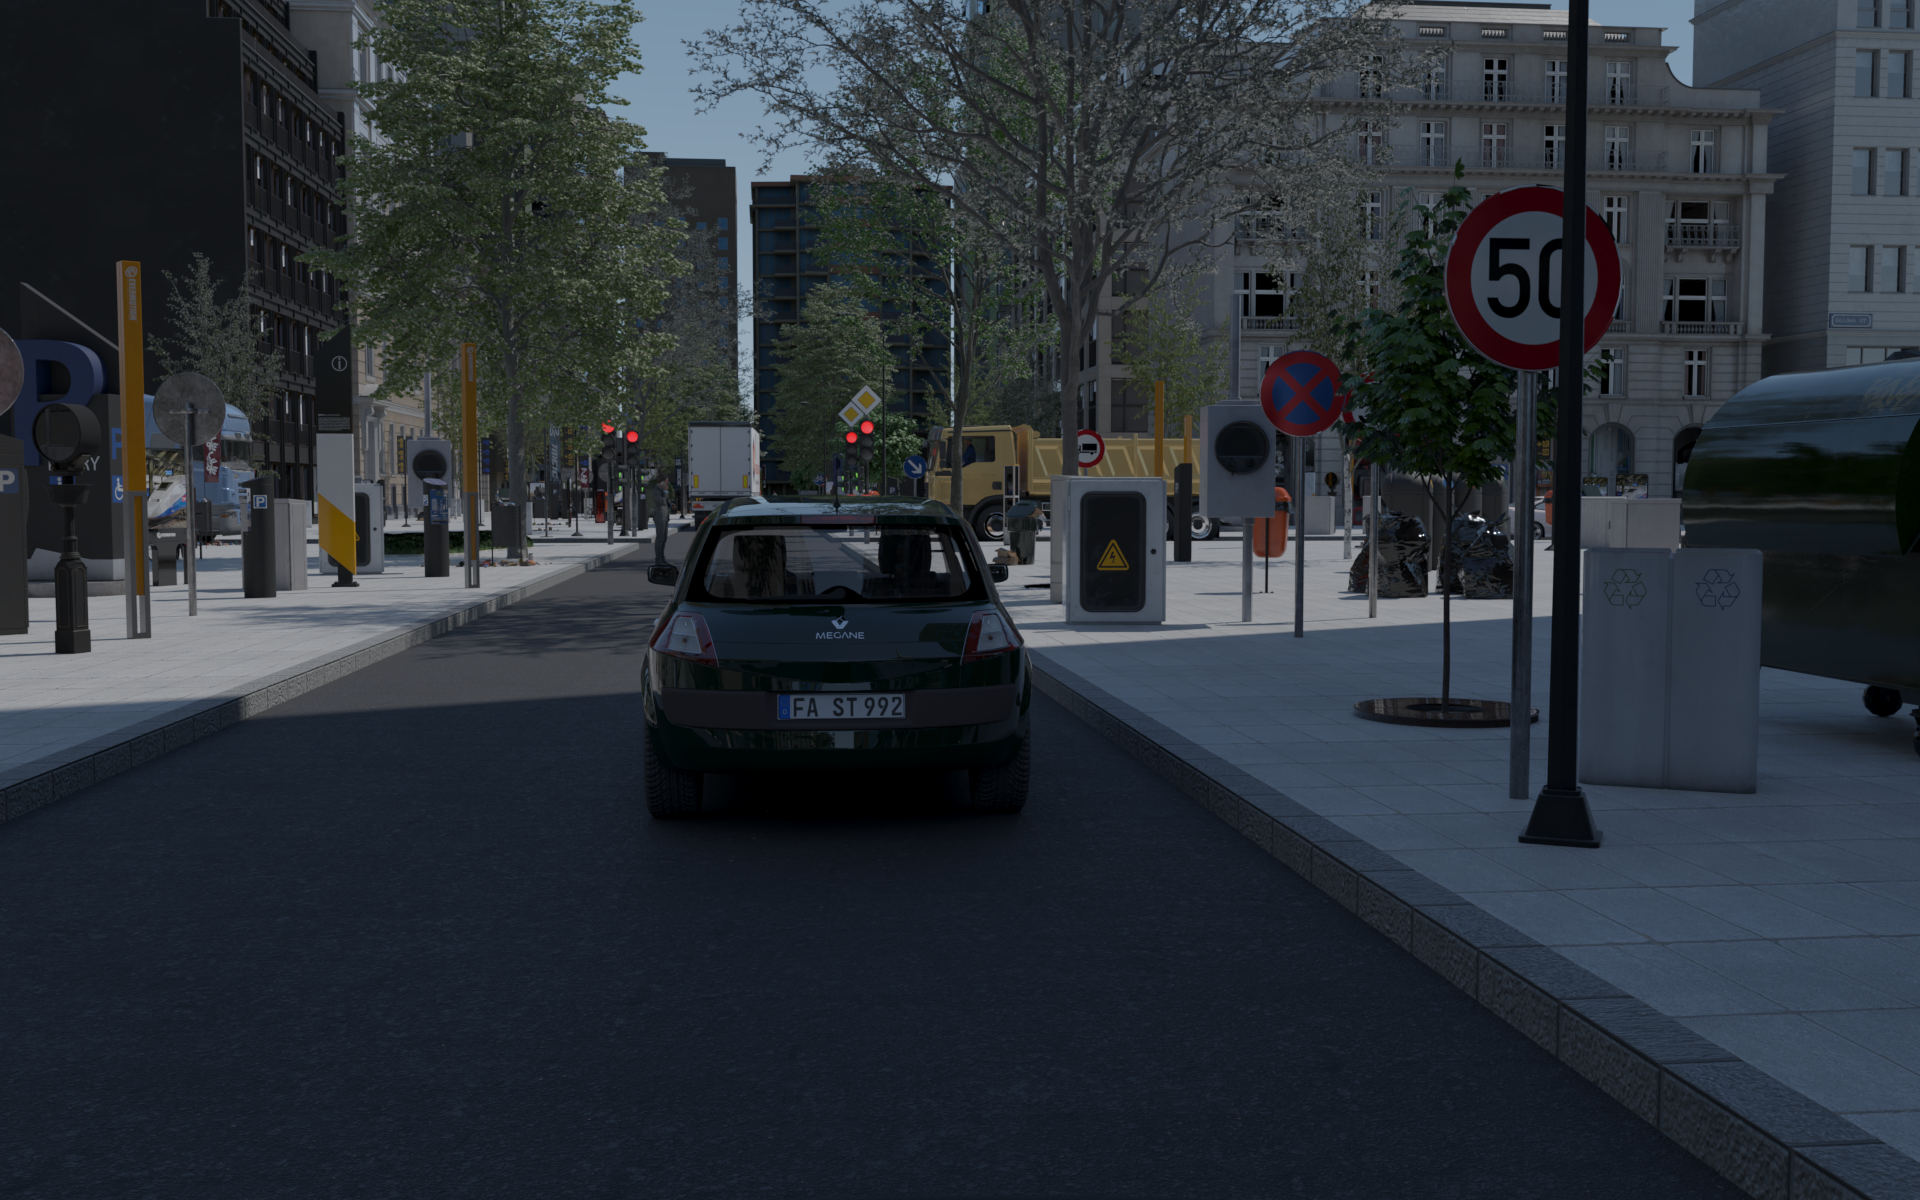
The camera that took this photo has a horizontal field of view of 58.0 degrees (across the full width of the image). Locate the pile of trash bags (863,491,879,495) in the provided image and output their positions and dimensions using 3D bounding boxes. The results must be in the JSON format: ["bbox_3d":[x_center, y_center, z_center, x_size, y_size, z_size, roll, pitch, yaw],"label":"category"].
[{"bbox_3d":[-1.653,-2.749,54.702,3.447,1.369,1.912,-3,5,-39],"label":"pile of trash bags"}]

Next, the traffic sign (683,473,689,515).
[{"bbox_3d":[-16.655,-6.389,104.558,0.768,2.556,0.104,0,4,-6],"label":"traffic sign"}]

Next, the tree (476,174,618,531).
[{"bbox_3d":[-11.514,-9.155,60.052,12.009,13.543,11.850,0,3,0],"label":"tree"}]

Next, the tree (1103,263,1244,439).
[{"bbox_3d":[6.683,-6.380,54.681,4.737,8.622,4.395,0,3,0],"label":"tree"}]

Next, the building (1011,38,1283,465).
[{"bbox_3d":[15.240,-18.837,112.498,19.350,26.468,34.151,0,4,-6],"label":"building"}]

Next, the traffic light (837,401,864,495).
[{"bbox_3d":[-3.310,-3.886,52.460,0.839,4.253,0.868,0,4,-6],"label":"traffic light"}]

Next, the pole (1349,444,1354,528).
[{"bbox_3d":[14.715,-4.365,65.203,0.158,3.312,0.155,0,3,0],"label":"pole"}]

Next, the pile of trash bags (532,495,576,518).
[{"bbox_3d":[-22.116,-5.007,91.618,3.447,1.369,1.912,-2,4,-26],"label":"pile of trash bags"}]

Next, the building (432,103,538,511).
[{"bbox_3d":[-40.219,-21.974,130.979,14.160,30.474,14.107,0,4,-6],"label":"building"}]

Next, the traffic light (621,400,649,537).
[{"bbox_3d":[-9.729,-3.841,51.725,0.839,4.253,0.868,0,4,-6],"label":"traffic light"}]

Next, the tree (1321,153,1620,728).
[{"bbox_3d":[2.934,-0.936,9.911,1.663,3.219,1.824,0,3,0],"label":"tree"}]

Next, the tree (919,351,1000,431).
[{"bbox_3d":[0.180,-8.355,86.967,4.737,8.622,4.395,0,3,0],"label":"tree"}]

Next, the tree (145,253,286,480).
[{"bbox_3d":[-22.394,-6.254,52.623,4.360,8.622,3.978,0,3,0],"label":"tree"}]

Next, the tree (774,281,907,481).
[{"bbox_3d":[-6.569,-10.681,92.759,7.486,12.596,7.792,0,3,0],"label":"tree"}]

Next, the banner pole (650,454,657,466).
[{"bbox_3d":[-19.200,-7.256,108.644,0.863,3.779,0.401,2,4,34],"label":"banner pole"}]

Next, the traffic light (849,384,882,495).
[{"bbox_3d":[-2.419,-3.401,44.524,0.839,4.253,0.868,0,4,-6],"label":"traffic light"}]

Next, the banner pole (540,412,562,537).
[{"bbox_3d":[-12.072,-3.739,51.149,0.863,3.779,0.401,2,4,32],"label":"banner pole"}]

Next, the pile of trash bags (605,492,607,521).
[{"bbox_3d":[-16.458,-4.438,82.316,1.912,1.369,3.447,0,4,6],"label":"pile of trash bags"}]

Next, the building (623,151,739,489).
[{"bbox_3d":[-36.666,-35.463,229.922,14.200,45.320,14.600,0,4,-6],"label":"building"}]

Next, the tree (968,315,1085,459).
[{"bbox_3d":[2.831,-7.369,70.848,4.360,8.622,3.978,0,3,0],"label":"tree"}]

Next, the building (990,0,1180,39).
[{"bbox_3d":[9.116,-27.807,138.246,14.154,41.232,14.086,0,4,-6],"label":"building"}]

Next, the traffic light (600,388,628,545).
[{"bbox_3d":[-8.838,-3.356,43.790,0.839,4.253,0.868,0,4,-6],"label":"traffic light"}]

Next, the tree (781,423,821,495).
[{"bbox_3d":[-14.813,-12.836,160.236,4.360,8.622,3.978,0,3,0],"label":"tree"}]

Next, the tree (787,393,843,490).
[{"bbox_3d":[-9.633,-10.368,119.875,4.737,8.622,4.395,0,3,0],"label":"tree"}]

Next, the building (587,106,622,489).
[{"bbox_3d":[-58.135,-39.439,234.070,27.495,52.752,28.713,0,4,-6],"label":"building"}]

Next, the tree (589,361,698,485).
[{"bbox_3d":[-15.127,-8.290,85.910,4.737,8.622,4.395,0,3,0],"label":"tree"}]

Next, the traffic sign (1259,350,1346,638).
[{"bbox_3d":[3.036,-0.938,15.439,0.768,2.556,0.104,0,4,0],"label":"traffic sign"}]

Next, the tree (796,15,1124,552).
[{"bbox_3d":[0.046,-6.862,37.954,9.928,11.665,9.643,0,3,0],"label":"tree"}]

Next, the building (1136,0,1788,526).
[{"bbox_3d":[20.849,-14.296,75.543,24.055,21.916,13.314,0,4,-6],"label":"building"}]

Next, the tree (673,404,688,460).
[{"bbox_3d":[-20.065,-12.938,137.288,9.928,11.665,9.643,0,3,0],"label":"tree"}]

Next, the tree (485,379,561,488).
[{"bbox_3d":[-25.218,-9.205,100.869,4.360,8.622,3.978,0,3,0],"label":"tree"}]

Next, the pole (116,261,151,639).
[{"bbox_3d":[-7.300,-1.312,15.301,0.158,3.312,0.155,0,3,0],"label":"pole"}]

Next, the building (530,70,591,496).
[{"bbox_3d":[-46.119,-32.308,178.342,14.200,45.320,14.600,0,4,-6],"label":"building"}]

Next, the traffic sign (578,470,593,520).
[{"bbox_3d":[-18.796,-5.312,86.957,0.768,2.556,0.104,0,4,0],"label":"traffic sign"}]

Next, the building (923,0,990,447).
[{"bbox_3d":[8.695,-52.689,174.134,22.319,86.520,31.000,0,4,-6],"label":"building"}]

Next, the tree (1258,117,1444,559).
[{"bbox_3d":[7.659,-5.092,33.613,4.360,8.622,3.978,0,3,0],"label":"tree"}]

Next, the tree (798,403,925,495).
[{"bbox_3d":[-2.897,-4.641,59.596,4.285,4.588,4.351,0,3,0],"label":"tree"}]

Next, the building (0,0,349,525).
[{"bbox_3d":[-33.163,-14.729,70.503,12.332,23.373,15.834,0,4,-6],"label":"building"}]

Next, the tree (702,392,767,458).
[{"bbox_3d":[-25.882,-17.339,190.141,9.857,13.997,8.962,0,3,0],"label":"tree"}]

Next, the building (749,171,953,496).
[{"bbox_3d":[-15.597,-35.535,235.618,28.867,44.769,22.147,0,4,-6],"label":"building"}]

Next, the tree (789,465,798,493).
[{"bbox_3d":[-12.039,-9.478,138.686,4.285,4.588,4.351,0,3,0],"label":"tree"}]

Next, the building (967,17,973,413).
[{"bbox_3d":[7.368,-28.673,152.398,14.154,41.232,14.086,0,4,-6],"label":"building"}]

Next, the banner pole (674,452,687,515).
[{"bbox_3d":[-16.697,-6.969,103.960,0.863,3.779,0.401,-1,4,-13],"label":"banner pole"}]

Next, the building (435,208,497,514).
[{"bbox_3d":[-37.947,-16.419,110.250,13.314,21.916,24.055,0,4,-6],"label":"building"}]

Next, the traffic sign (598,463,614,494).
[{"bbox_3d":[-14.364,-4.318,70.704,0.768,2.556,0.104,0,4,-5],"label":"traffic sign"}]

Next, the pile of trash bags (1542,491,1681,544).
[{"bbox_3d":[17.253,-2.213,45.930,3.447,1.369,1.912,1,4,15],"label":"pile of trash bags"}]

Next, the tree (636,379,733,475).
[{"bbox_3d":[-19.578,-11.728,126.158,8.767,10.594,7.601,-1,4,-20],"label":"tree"}]

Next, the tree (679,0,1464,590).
[{"bbox_3d":[1.525,-6.894,23.089,12.009,13.543,11.850,0,3,0],"label":"tree"}]

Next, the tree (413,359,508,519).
[{"bbox_3d":[-25.228,-8.370,87.207,4.737,8.622,4.395,0,3,0],"label":"tree"}]

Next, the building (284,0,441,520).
[{"bbox_3d":[-34.884,-18.489,88.201,13.634,28.700,20.117,0,4,-6],"label":"building"}]

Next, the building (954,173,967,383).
[{"bbox_3d":[10.058,-37.557,237.753,21.600,48.544,21.300,0,4,-6],"label":"building"}]

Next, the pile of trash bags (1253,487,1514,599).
[{"bbox_3d":[5.385,-0.763,22.227,3.447,1.369,1.912,1,4,16],"label":"pile of trash bags"}]

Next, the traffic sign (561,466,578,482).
[{"bbox_3d":[-16.870,-4.568,74.788,0.768,2.556,0.104,0,4,-2],"label":"traffic sign"}]

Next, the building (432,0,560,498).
[{"bbox_3d":[-45.246,-43.325,146.609,20.563,71.187,20.611,0,4,-6],"label":"building"}]

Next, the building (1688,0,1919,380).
[{"bbox_3d":[49.098,-18.290,76.531,29.804,29.767,11.434,0,4,-6],"label":"building"}]

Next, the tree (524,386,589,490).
[{"bbox_3d":[-24.889,-9.748,109.745,4.737,8.622,4.395,0,3,0],"label":"tree"}]

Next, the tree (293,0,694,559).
[{"bbox_3d":[-9.178,-7.112,34.402,7.486,12.596,7.792,0,3,0],"label":"tree"}]
